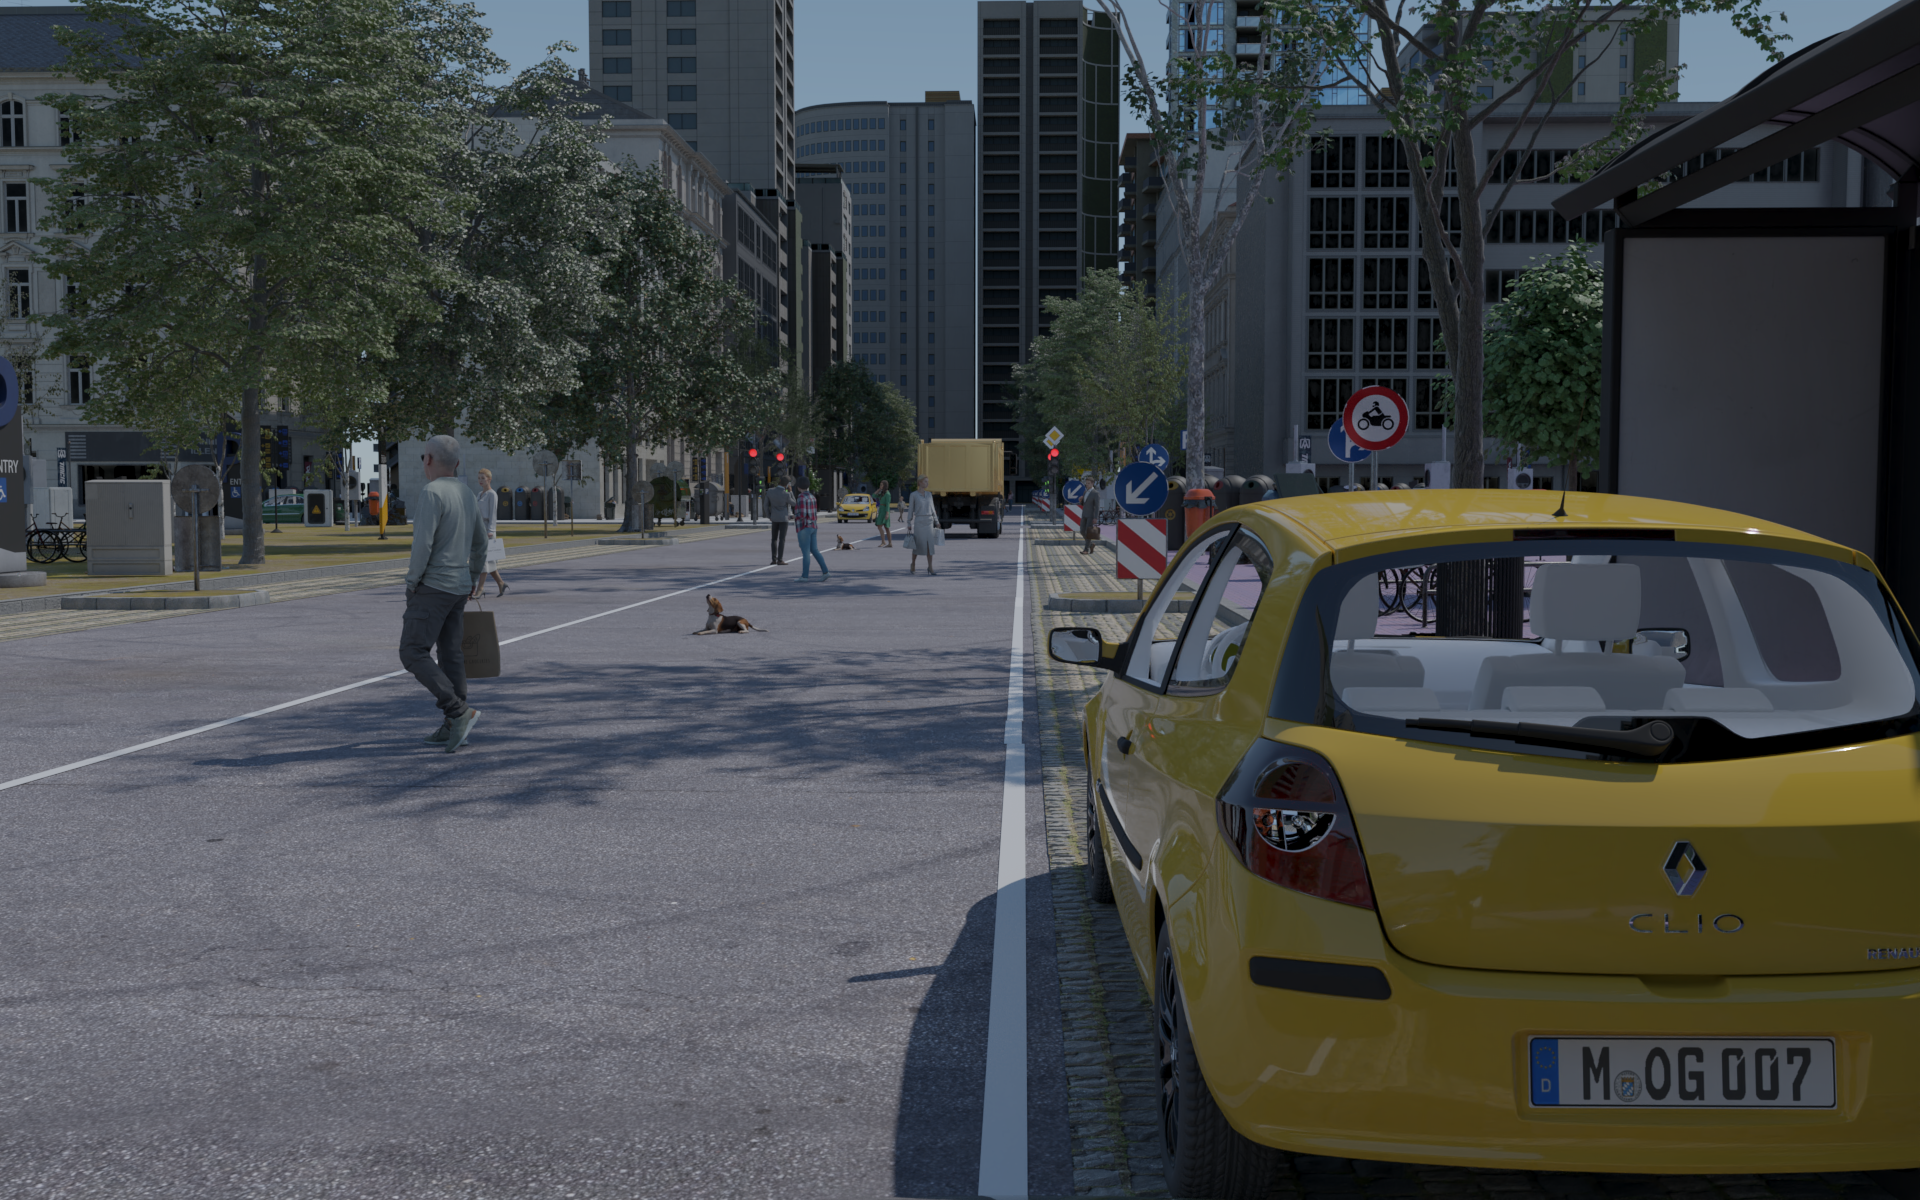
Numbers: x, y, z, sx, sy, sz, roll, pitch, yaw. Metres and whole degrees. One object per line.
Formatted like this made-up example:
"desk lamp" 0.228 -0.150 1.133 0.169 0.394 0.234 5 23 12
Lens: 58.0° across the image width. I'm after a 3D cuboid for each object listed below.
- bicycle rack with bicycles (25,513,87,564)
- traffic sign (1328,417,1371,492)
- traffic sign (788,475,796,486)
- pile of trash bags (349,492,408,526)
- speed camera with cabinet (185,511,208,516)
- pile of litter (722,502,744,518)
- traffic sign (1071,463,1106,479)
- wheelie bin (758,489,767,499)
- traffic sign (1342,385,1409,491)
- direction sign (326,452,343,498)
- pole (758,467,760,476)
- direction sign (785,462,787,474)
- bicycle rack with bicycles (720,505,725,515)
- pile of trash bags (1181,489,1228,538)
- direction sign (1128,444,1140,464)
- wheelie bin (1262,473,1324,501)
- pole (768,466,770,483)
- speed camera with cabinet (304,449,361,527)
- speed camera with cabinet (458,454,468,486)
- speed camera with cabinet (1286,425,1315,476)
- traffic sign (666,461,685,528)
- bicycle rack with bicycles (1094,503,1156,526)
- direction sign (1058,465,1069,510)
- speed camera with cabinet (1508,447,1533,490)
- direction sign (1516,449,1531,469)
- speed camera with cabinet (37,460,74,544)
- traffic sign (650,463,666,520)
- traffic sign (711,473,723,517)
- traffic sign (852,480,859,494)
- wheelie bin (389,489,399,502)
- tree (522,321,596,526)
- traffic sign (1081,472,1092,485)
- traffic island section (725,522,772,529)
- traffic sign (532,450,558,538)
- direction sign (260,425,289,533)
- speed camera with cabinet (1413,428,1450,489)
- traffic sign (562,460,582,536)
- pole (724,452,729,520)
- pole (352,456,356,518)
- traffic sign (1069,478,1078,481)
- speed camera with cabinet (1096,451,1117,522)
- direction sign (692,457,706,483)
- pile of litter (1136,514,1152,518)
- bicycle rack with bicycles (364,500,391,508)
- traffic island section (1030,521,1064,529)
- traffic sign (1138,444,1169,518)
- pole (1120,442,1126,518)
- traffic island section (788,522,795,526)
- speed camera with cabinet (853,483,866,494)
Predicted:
"bicycle rack with bicycles" -16.799 -1.185 32.761 2.925 0.926 2.852 -1 4 -10
"traffic sign" 6.308 -1.702 27.936 0.768 2.556 0.104 1 4 8
"traffic sign" -11.419 -7.109 116.338 0.768 2.556 0.104 0 4 8
"pile of trash bags" -23.503 -3.702 70.286 1.912 1.369 3.447 -1 4 -9
"speed camera with cabinet" -36.970 -5.552 85.118 2.038 3.252 0.660 -1 4 -15
"pile of litter" -12.250 -4.904 94.149 1.176 0.858 1.719 3 4 37
"traffic sign" 8.361 -7.262 112.602 2.265 3.308 0.079 0 4 8
"wheelie bin" -12.752 -6.441 113.221 0.693 1.594 0.980 2 4 27
"traffic sign" 4.876 -1.241 20.392 0.768 2.556 0.104 0 4 6
"direction sign" -33.469 -6.159 92.701 0.876 3.537 0.379 0 4 2
"pole" -15.225 -8.380 130.860 0.158 3.312 0.155 0 3 0
"direction sign" -12.270 -7.938 121.789 0.379 3.537 0.876 1 4 9
"bicycle rack with bicycles" -15.532 -5.621 105.288 2.925 0.926 2.852 -2 4 -33
"pile of trash bags" 5.281 -1.322 31.360 3.447 1.369 1.912 -3 5 -41
"direction sign" 7.899 -5.302 78.690 0.379 3.537 0.876 -2 4 -31
"wheelie bin" 4.987 -1.110 26.060 0.980 1.594 0.693 -1 4 -13
"pole" -14.078 -8.194 127.819 0.158 3.312 0.155 0 3 0
"speed camera with cabinet" -24.435 -4.469 67.409 2.038 3.252 0.660 -1 4 -11
"speed camera with cabinet" -24.989 -5.637 86.507 0.660 3.252 2.038 -1 4 -21
"speed camera with cabinet" 9.205 -3.340 48.943 2.038 3.252 0.660 -3 5 -42
"traffic sign" -10.920 -4.052 66.359 0.768 2.556 0.104 1 4 11
"bicycle rack with bicycles" 6.581 -3.482 70.310 2.925 0.926 2.852 0 4 -2
"direction sign" 8.114 -8.806 135.975 0.876 3.537 0.379 -1 4 -20
"speed camera with cabinet" 18.615 -3.992 59.612 2.038 3.252 0.660 0 4 -4
"direction sign" 27.625 -5.684 84.924 0.876 3.537 0.379 -1 4 -20
"speed camera with cabinet" -22.984 -3.000 43.380 2.038 3.252 0.660 3 4 38
"traffic sign" -12.199 -4.281 70.098 0.768 2.556 0.104 1 4 9
"traffic sign" -11.937 -5.080 85.188 0.606 2.300 0.079 0 4 6
"traffic sign" -9.386 -9.394 153.697 0.768 2.556 0.104 0 4 4
"wheelie bin" -34.645 -6.034 106.562 0.693 1.594 0.980 3 5 41
"tree" -16.230 -7.267 69.170 4.360 8.622 3.978 0 3 0
"traffic sign" 7.237 -6.000 98.202 0.768 2.556 0.104 0 4 8
"traffic island section" -8.561 -3.046 72.079 2.009 0.180 2.903 0 4 2
"traffic sign" -11.985 -3.054 50.037 0.768 2.556 0.104 0 4 8
"direction sign" -22.592 -3.985 57.146 0.876 3.537 0.379 -1 4 -13
"speed camera with cabinet" 13.540 -3.396 49.868 0.660 3.252 2.038 0 4 0
"traffic sign" -11.717 -3.067 52.277 0.606 2.300 0.079 0 4 6
"pole" -11.410 -5.561 84.763 0.158 3.312 0.155 0 3 0
"pole" -32.171 -5.998 91.914 0.158 3.312 0.155 0 3 0
"traffic sign" 7.002 -6.395 106.689 0.606 2.300 0.079 0 4 2
"speed camera with cabinet" 6.402 -5.201 79.376 0.660 3.252 2.038 -2 4 -27
"direction sign" -16.090 -7.029 106.914 0.876 3.537 0.379 -1 4 -22
"pile of litter" 9.341 -4.737 91.408 1.719 0.858 1.176 0 4 4
"bicycle rack with bicycles" -47.006 -7.653 138.515 2.852 0.926 2.925 3 5 42
"traffic island section" 4.211 -3.506 79.602 2.009 0.180 2.903 0 4 2
"traffic sign" 4.897 -2.675 43.839 0.768 2.556 0.104 0 4 7
"pole" 6.408 -4.547 68.194 0.158 3.312 0.155 0 3 0
"traffic island section" -8.272 -3.534 80.058 2.009 0.180 2.903 0 4 2
"speed camera with cabinet" -9.356 -9.823 154.946 2.038 3.252 0.660 -3 4 -38
